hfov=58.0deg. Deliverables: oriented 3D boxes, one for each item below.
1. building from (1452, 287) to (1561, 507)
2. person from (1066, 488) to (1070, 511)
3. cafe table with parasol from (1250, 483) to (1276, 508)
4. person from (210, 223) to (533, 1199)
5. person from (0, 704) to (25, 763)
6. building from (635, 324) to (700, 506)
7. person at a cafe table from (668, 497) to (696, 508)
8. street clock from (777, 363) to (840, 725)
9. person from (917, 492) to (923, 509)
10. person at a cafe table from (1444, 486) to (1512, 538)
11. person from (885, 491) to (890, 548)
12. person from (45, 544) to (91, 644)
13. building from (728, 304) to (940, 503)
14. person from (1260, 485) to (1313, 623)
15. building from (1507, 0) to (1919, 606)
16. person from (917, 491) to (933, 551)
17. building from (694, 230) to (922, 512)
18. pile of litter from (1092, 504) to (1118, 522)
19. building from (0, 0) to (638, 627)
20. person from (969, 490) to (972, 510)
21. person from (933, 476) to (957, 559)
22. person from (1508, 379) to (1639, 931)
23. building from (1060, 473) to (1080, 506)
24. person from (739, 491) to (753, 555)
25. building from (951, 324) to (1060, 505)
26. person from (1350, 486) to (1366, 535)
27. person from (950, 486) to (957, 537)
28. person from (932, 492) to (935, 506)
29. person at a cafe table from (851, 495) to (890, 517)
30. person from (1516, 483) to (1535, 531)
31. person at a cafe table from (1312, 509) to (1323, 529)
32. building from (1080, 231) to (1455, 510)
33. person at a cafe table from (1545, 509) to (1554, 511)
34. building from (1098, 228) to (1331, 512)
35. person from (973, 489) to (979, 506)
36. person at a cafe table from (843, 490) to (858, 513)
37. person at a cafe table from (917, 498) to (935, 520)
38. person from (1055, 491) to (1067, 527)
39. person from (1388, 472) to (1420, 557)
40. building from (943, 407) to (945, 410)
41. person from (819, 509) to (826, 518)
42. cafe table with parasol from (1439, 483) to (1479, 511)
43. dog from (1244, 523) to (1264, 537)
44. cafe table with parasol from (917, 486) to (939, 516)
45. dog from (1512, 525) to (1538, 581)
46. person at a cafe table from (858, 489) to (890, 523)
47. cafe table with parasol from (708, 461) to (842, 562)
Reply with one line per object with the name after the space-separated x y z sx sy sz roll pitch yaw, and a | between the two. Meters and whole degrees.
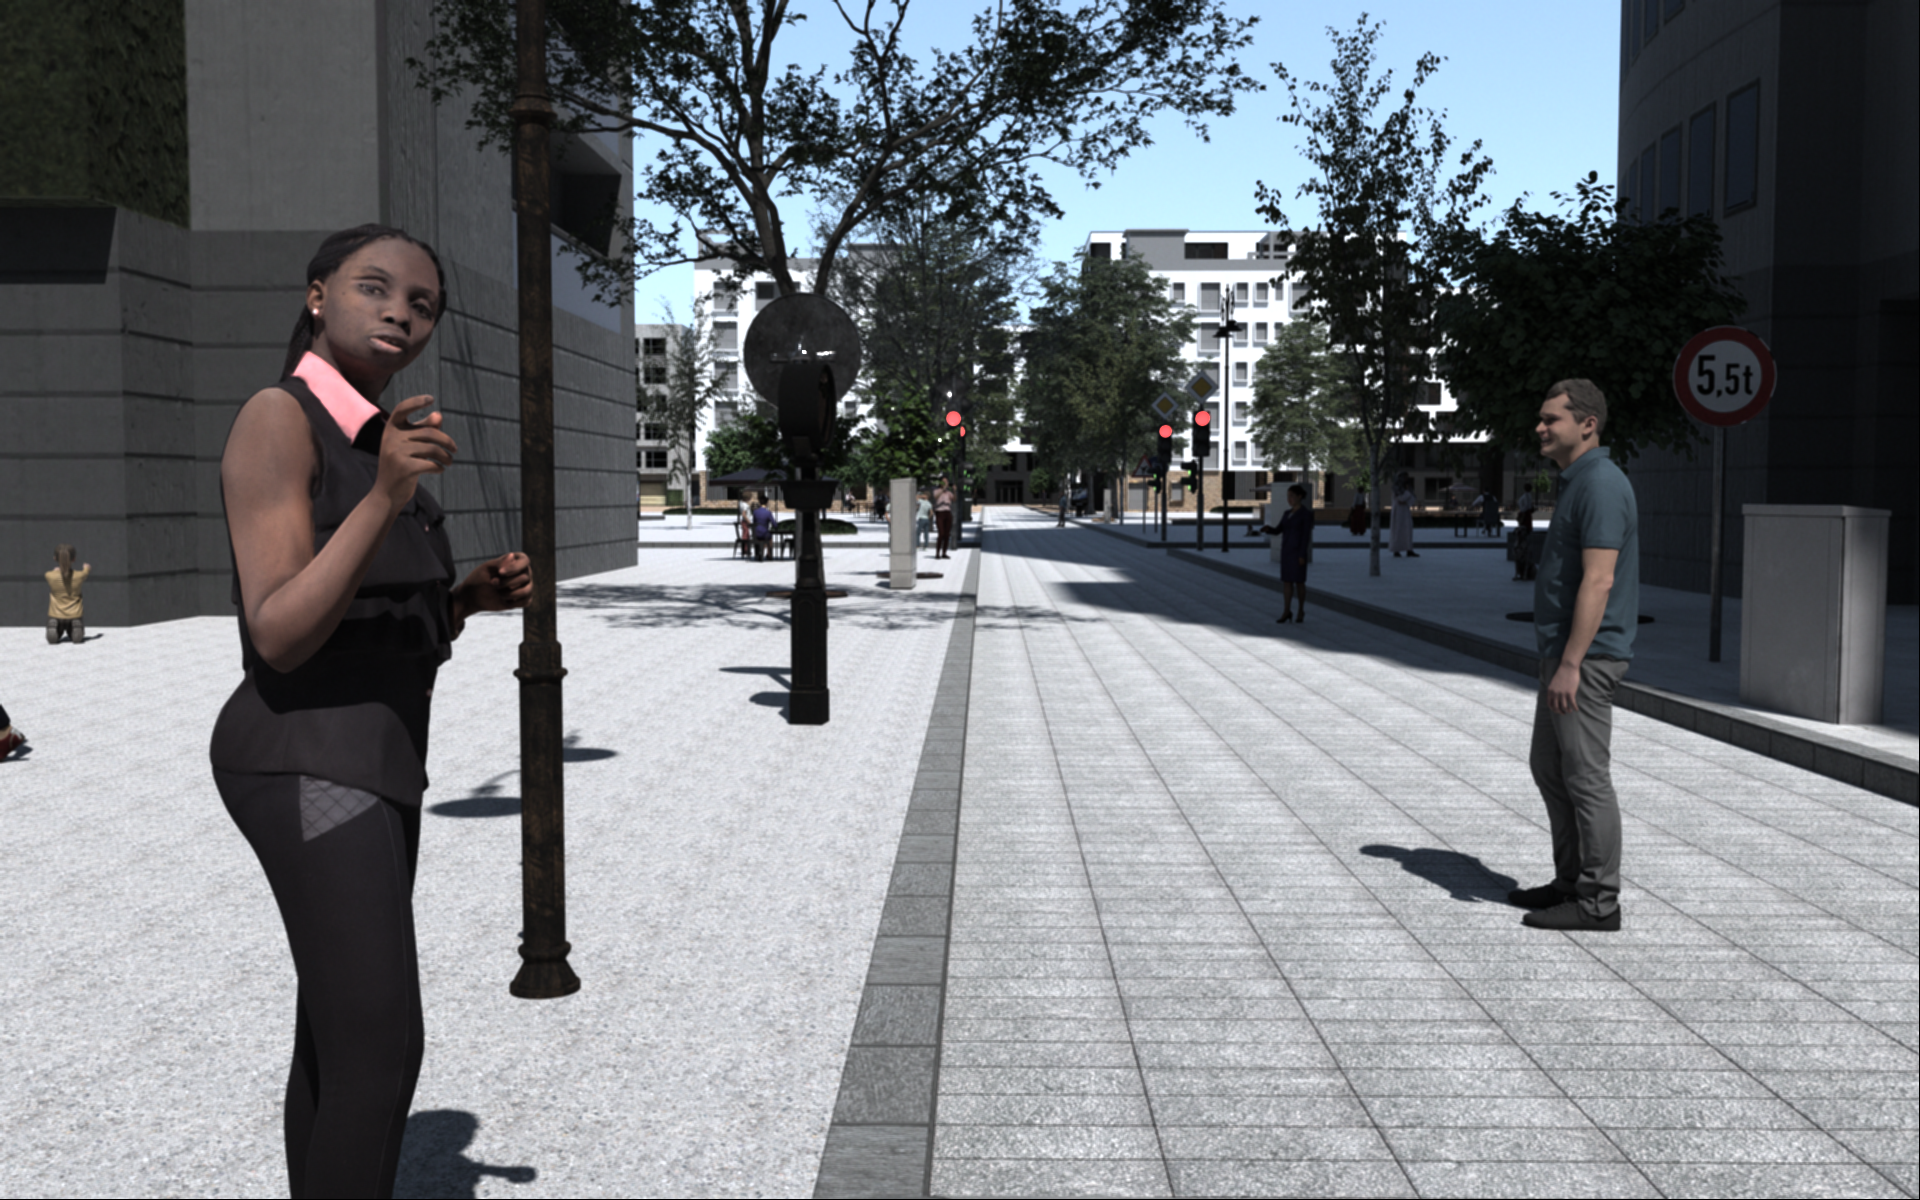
56.922 -20.616 181.040 32.646 21.610 27.936 0 4 1 | building
8.187 -7.749 133.256 0.721 1.766 1.217 1 4 18 | person
18.094 -5.830 100.192 2.610 1.966 2.610 1 4 13 | cafe table with parasol
-0.751 0.319 2.296 0.593 1.643 0.415 3 5 44 | person
-4.671 0.036 7.998 0.480 1.512 0.613 1 4 9 | person
-28.689 -19.676 188.156 31.486 18.905 16.747 0 4 1 | building
-18.820 -6.528 117.588 1.726 1.238 1.698 -1 4 -18 | person at a cafe table
-0.844 -0.311 9.654 0.358 2.002 0.471 1 4 9 | street clock
-3.008 -7.081 122.545 0.376 1.734 0.841 -3 5 -42 | person
15.546 -2.634 51.582 1.698 1.524 1.622 0 4 -6 | person at a cafe table
-1.298 -1.569 35.614 0.340 1.345 0.435 3 4 36 | person
-7.761 -0.066 15.053 0.347 0.859 0.695 -1 4 -22 | person
-10.501 -17.340 149.966 16.747 18.905 31.486 0 4 1 | building
3.643 -0.510 19.205 0.453 1.535 0.546 2 4 35 | person
20.053 -29.273 20.609 21.231 58.520 28.212 0 4 1 | building
-0.867 -1.787 39.174 0.435 1.345 0.340 -3 5 -44 | person
-10.785 -16.643 128.537 16.016 20.091 11.380 0 4 1 | building
6.671 -4.037 79.968 1.176 0.858 1.719 0 4 -3 | pile of litter
-19.851 -29.545 25.057 28.212 58.520 21.231 0 4 1 | building
0.583 -7.221 124.779 0.621 1.740 0.551 0 4 1 | person
-0.288 -1.637 34.263 0.517 1.644 0.566 1 4 13 | person
2.028 0.175 5.768 0.434 1.807 0.598 2 4 28 | person
15.478 -14.667 181.956 9.099 9.664 28.070 0 4 1 | building
-4.503 -1.633 36.645 0.340 1.345 0.435 -2 4 -26 | person
-2.155 -23.165 222.729 32.646 21.610 27.936 0 4 1 | building
12.410 -2.777 53.909 0.523 1.526 0.387 -1 4 -23 | person
-0.163 -2.675 51.842 0.319 1.574 0.516 -3 5 -42 | person
-1.868 -7.430 127.600 0.705 1.814 1.350 -1 4 -23 | person
-5.061 -5.248 96.674 1.726 1.238 1.698 1 4 10 | person at a cafe table
12.497 -1.819 38.257 0.387 1.526 0.523 2 4 25 | person
12.284 -3.249 63.978 1.698 1.238 1.726 -1 4 -11 | person at a cafe table
24.317 -18.778 150.991 27.936 21.610 32.646 0 4 1 | building
22.451 -3.329 62.940 1.698 1.524 1.622 -1 4 -10 | person at a cafe table
18.460 -16.681 129.148 16.016 20.091 11.380 0 4 1 | building
1.695 -11.146 188.421 0.705 1.807 1.348 2 4 29 | person
-7.120 -6.605 116.505 1.622 1.524 1.698 2 4 29 | person at a cafe table
-1.819 -4.501 84.458 1.698 1.238 1.726 0 4 8 | person at a cafe table
4.402 -3.919 74.793 0.429 1.552 0.499 2 4 28 | person
9.066 -1.758 35.461 0.621 1.740 0.551 3 5 42 | person
-9.861 -19.260 171.314 16.016 20.091 11.380 0 4 1 | building
-5.076 -3.550 63.951 0.709 1.838 0.599 -2 4 -31 | person
30.501 -6.187 106.016 2.610 1.966 2.610 -2 4 -35 | cafe table with parasol
8.933 -2.120 52.396 0.748 0.427 0.550 1 4 10 | dog
-1.693 -5.979 102.624 2.610 1.966 2.610 -3 5 -42 | cafe table with parasol
8.519 -0.697 25.774 0.800 0.831 0.513 -1 4 -14 | dog
-3.480 -4.218 77.482 1.698 1.524 1.622 -1 4 -13 | person at a cafe table
-3.530 -1.739 33.292 2.610 1.966 2.610 -1 4 -11 | cafe table with parasol
